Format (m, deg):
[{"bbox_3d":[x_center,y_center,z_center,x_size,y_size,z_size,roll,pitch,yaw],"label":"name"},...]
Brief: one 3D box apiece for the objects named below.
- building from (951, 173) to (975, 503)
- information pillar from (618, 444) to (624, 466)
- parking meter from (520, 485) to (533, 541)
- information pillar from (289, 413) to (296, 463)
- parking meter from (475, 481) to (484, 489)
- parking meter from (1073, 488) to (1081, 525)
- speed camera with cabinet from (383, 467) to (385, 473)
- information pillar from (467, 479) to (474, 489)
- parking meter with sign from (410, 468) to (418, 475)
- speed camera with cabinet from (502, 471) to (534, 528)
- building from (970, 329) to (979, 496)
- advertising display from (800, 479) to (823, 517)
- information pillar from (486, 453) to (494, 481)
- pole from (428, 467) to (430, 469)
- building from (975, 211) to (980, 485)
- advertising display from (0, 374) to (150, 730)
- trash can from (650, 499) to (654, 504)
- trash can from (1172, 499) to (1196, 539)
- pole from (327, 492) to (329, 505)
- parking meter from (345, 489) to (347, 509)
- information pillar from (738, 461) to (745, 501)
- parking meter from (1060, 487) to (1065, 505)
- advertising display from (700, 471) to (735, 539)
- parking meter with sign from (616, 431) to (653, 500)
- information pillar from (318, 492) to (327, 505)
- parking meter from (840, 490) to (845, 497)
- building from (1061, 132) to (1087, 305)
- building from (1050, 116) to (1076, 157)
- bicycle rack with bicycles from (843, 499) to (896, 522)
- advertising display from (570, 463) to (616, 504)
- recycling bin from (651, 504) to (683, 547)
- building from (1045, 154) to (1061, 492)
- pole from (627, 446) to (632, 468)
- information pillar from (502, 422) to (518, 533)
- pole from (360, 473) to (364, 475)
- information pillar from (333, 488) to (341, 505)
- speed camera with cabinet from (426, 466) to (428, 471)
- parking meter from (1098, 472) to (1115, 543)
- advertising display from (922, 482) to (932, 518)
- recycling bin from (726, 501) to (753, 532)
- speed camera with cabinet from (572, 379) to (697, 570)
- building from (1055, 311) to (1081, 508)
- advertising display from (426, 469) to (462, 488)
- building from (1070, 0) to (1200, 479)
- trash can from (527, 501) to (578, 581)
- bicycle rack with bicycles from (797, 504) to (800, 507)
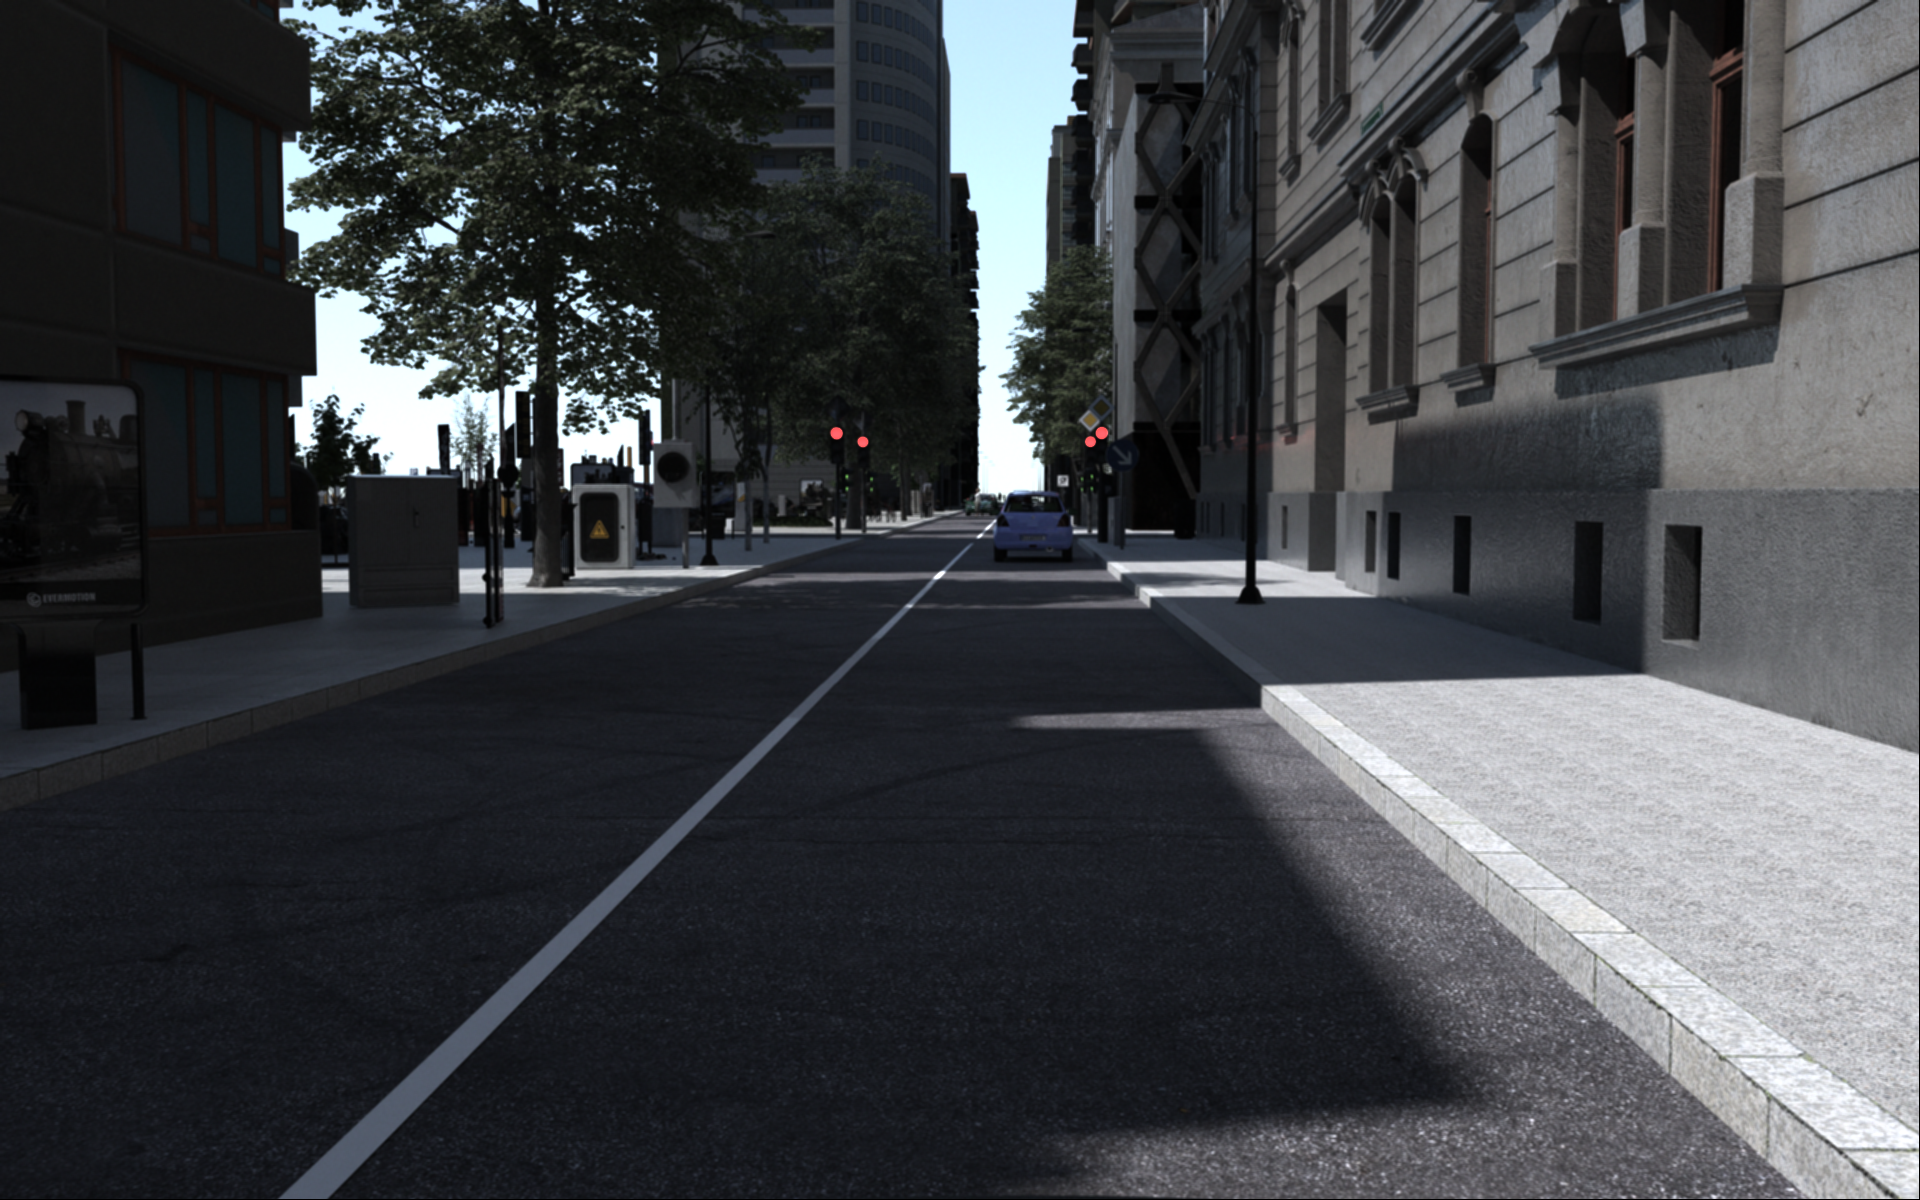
[{"bbox_3d":[-9.794,-35.233,230.678,22.147,44.769,28.867,0,4,2],"label":"building"},{"bbox_3d":[-15.829,-5.480,80.952,0.183,3.616,0.504,1,4,11],"label":"information pillar"},{"bbox_3d":[-11.829,-2.381,47.345,0.372,1.533,0.369,0,3,0],"label":"parking meter"},{"bbox_3d":[-19.507,-3.605,50.292,0.504,3.616,0.183,0,4,5],"label":"information pillar"},{"bbox_3d":[-21.574,-4.416,77.911,0.399,1.863,0.255,1,4,17],"label":"parking meter"},{"bbox_3d":[4.824,-3.829,71.016,0.372,1.533,0.369,0,3,0],"label":"parking meter"},{"bbox_3d":[-40.798,-7.777,121.496,0.660,3.252,2.038,2,4,30],"label":"speed camera with cabinet"},{"bbox_3d":[-23.452,-4.805,83.057,0.304,2.012,0.304,-1,4,-22],"label":"information pillar"},{"bbox_3d":[-36.362,-7.366,116.696,0.543,3.016,1.738,1,4,11],"label":"parking meter with sign"},{"bbox_3d":[-16.413,-4.318,64.938,2.038,3.252,0.660,0,4,-7],"label":"speed camera with cabinet"},{"bbox_3d":[-4.200,-31.208,281.956,14.160,30.474,14.107,0,4,2],"label":"building"},{"bbox_3d":[-6.165,-4.080,71.922,0.974,1.923,0.123,0,4,1],"label":"advertising display"},{"bbox_3d":[-26.433,-6.516,97.894,0.183,3.616,0.504,0,4,1],"label":"information pillar"},{"bbox_3d":[-39.424,-8.246,128.662,0.158,3.312,0.155,0,3,0],"label":"pole"},{"bbox_3d":[-8.289,-37.039,260.206,22.147,44.769,28.867,0,4,2],"label":"building"},{"bbox_3d":[-4.975,-0.263,9.510,0.123,1.923,0.974,3,5,43],"label":"advertising display"},{"bbox_3d":[-8.629,-2.322,49.615,0.748,1.137,0.748,0,3,0],"label":"trash can"},{"bbox_3d":[6.384,-2.294,49.165,0.748,1.137,0.748,0,3,0],"label":"trash can"},{"bbox_3d":[-39.182,-6.930,107.148,0.158,3.312,0.155,0,3,0],"label":"pole"},{"bbox_3d":[-47.103,-7.801,133.250,0.255,1.863,0.399,3,5,44],"label":"parking meter"},{"bbox_3d":[-15.555,-8.059,123.114,0.504,3.616,0.183,-1,4,-17],"label":"information pillar"},{"bbox_3d":[6.782,-6.601,113.629,0.399,1.863,0.255,-2,4,-31],"label":"parking meter"},{"bbox_3d":[-6.874,-2.688,49.168,0.974,1.923,0.123,-1,4,-15],"label":"advertising display"},{"bbox_3d":[-9.408,-3.163,47.971,1.738,3.016,0.543,1,4,11],"label":"parking meter with sign"},{"bbox_3d":[-34.290,-6.218,93.025,0.504,3.616,0.183,-1,4,-9],"label":"information pillar"},{"bbox_3d":[-6.331,-5.153,92.667,0.372,1.533,0.369,0,3,0],"label":"parking meter"},{"bbox_3d":[18.502,-31.488,198.426,14.154,41.232,14.086,0,4,2],"label":"building"},{"bbox_3d":[24.904,-44.876,275.715,21.231,58.520,28.212,0,4,2],"label":"building"},{"bbox_3d":[-4.241,-4.024,79.180,2.852,0.926,2.925,-1,4,-11],"label":"bicycle rack with bicycles"},{"bbox_3d":[-7.611,-1.881,35.971,0.974,1.923,0.123,1,4,14],"label":"advertising display"},{"bbox_3d":[-7.156,-1.809,42.124,0.722,1.027,0.722,1,4,9],"label":"recycling bin"},{"bbox_3d":[22.518,-37.480,236.498,21.300,48.544,21.600,0,4,2],"label":"building"},{"bbox_3d":[-14.146,-4.916,74.213,0.158,3.312,0.155,0,3,0],"label":"pole"},{"bbox_3d":[-14.692,-3.981,56.438,0.504,3.616,0.183,-3,5,-44],"label":"information pillar"},{"bbox_3d":[-29.562,-5.616,85.660,0.158,3.312,0.155,0,3,0],"label":"pole"},{"bbox_3d":[-36.602,-6.750,101.710,0.183,3.616,0.504,3,4,39],"label":"information pillar"},{"bbox_3d":[-37.460,-7.757,121.158,0.660,3.252,2.038,1,4,13],"label":"speed camera with cabinet"},{"bbox_3d":[3.860,-2.448,45.742,0.399,1.863,0.255,-2,4,-24],"label":"parking meter"},{"bbox_3d":[-1.822,-5.431,94.012,0.123,1.923,0.974,2,4,29],"label":"advertising display"},{"bbox_3d":[-7.515,-2.837,58.941,0.722,1.027,0.722,-2,4,-27],"label":"recycling bin"},{"bbox_3d":[-5.553,-2.154,29.560,2.038,3.252,0.660,0,4,-1],"label":"speed camera with cabinet"},{"bbox_3d":[23.855,-20.326,177.369,27.650,21.520,28.899,0,4,2],"label":"building"},{"bbox_3d":[-13.218,-2.399,44.444,0.123,1.923,0.974,3,5,41],"label":"advertising display"},{"bbox_3d":[20.610,-30.117,147.030,22.147,44.769,28.867,0,4,2],"label":"building"},{"bbox_3d":[-6.031,-0.858,25.687,0.748,1.137,0.748,0,3,0],"label":"trash can"},{"bbox_3d":[-9.255,-6.150,113.936,2.852,0.926,2.925,3,5,42],"label":"bicycle rack with bicycles"}]
